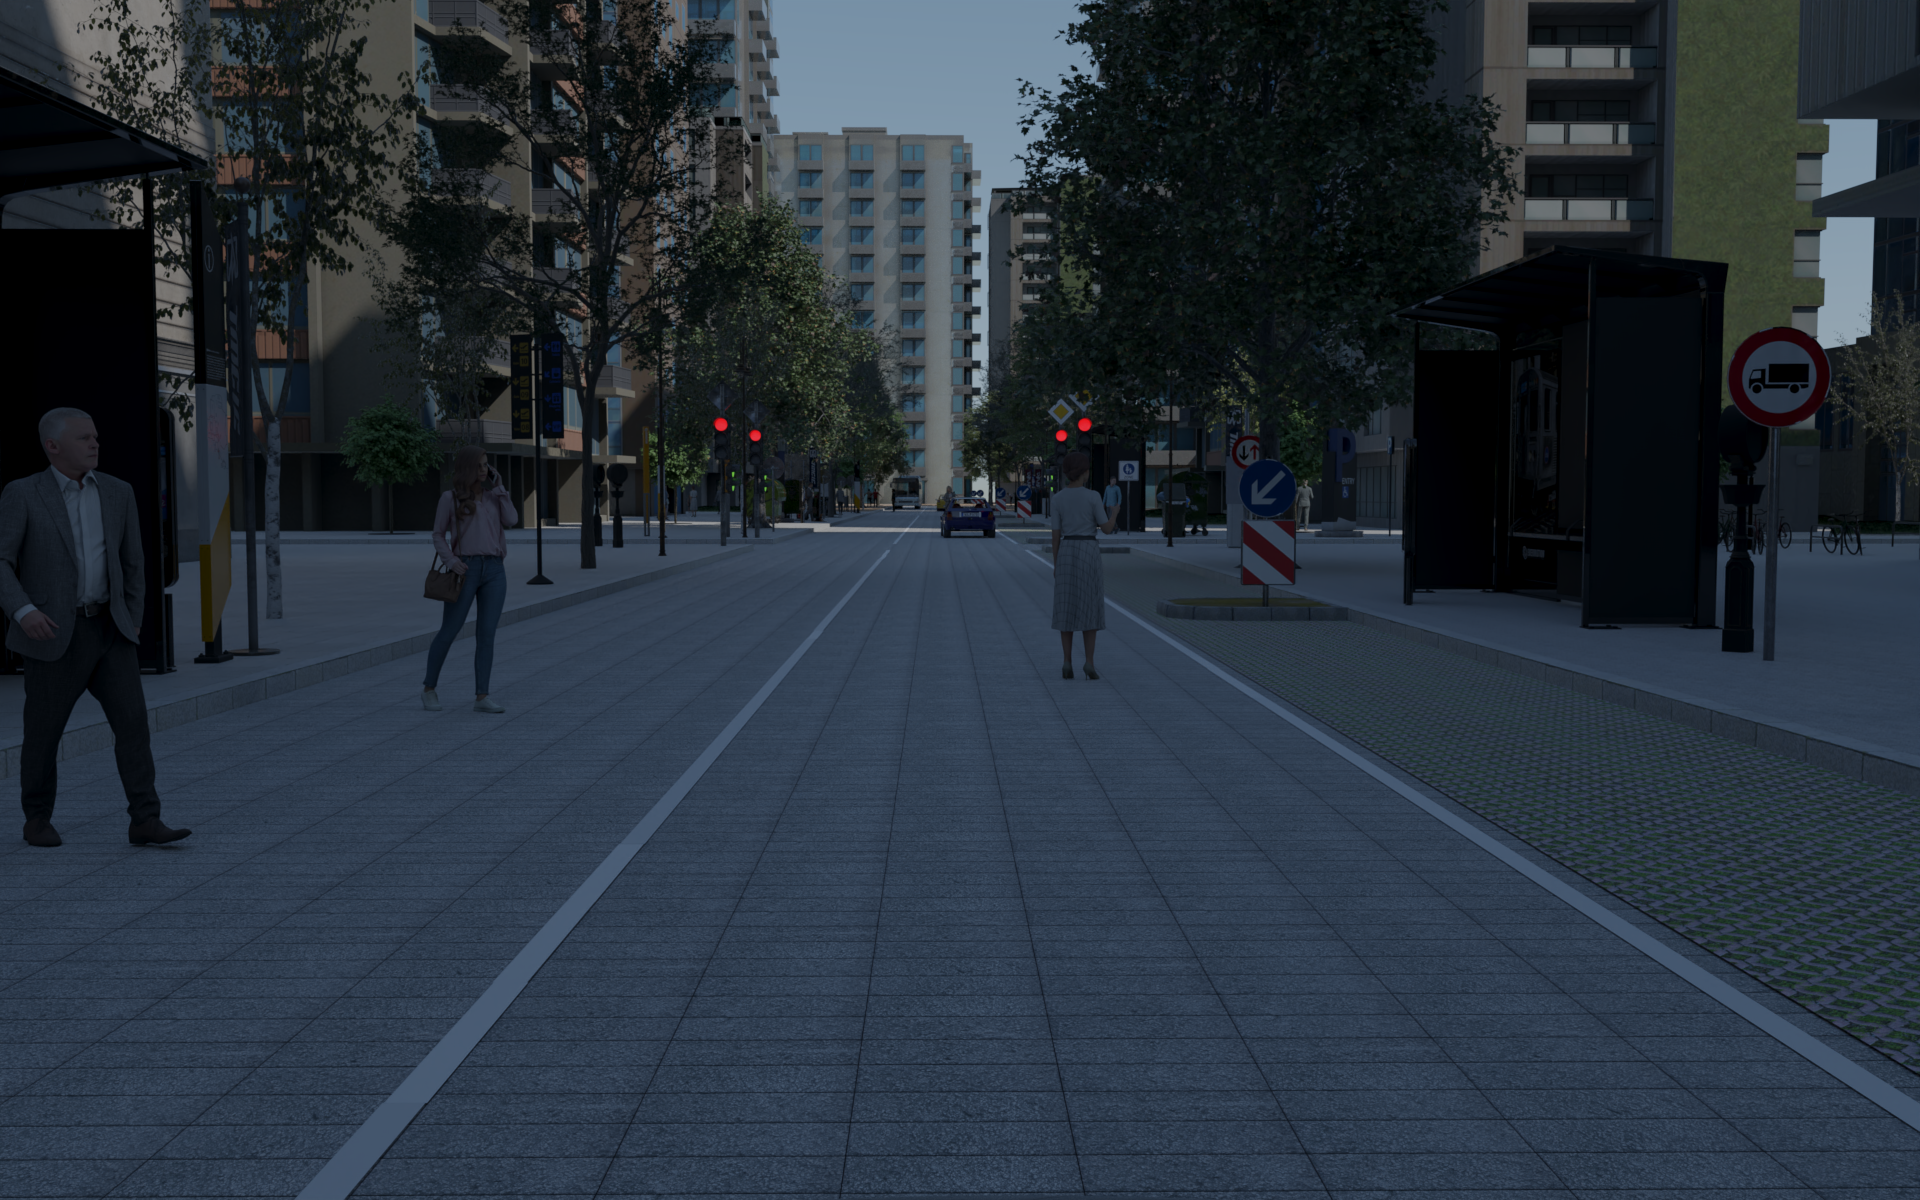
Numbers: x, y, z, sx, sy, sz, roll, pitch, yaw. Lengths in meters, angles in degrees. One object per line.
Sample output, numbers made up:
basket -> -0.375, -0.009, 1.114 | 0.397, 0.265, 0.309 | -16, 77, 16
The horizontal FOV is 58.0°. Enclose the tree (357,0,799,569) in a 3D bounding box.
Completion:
tree -> -6.555, -5.798, 29.216 | 8.767, 10.594, 7.601 | 1, 4, 22

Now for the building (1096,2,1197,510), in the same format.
building -> 23.456, -32.394, 149.246 | 23.786, 49.044, 30.456 | 0, 4, -1

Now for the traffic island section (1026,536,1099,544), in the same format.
traffic island section -> 2.973, -1.750, 50.898 | 2.009, 0.180, 2.903 | 0, 4, -1

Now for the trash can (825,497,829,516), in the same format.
trash can -> -7.917, -5.500, 101.585 | 0.748, 1.137, 0.748 | 0, 3, 0

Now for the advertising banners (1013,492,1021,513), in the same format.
advertising banners -> 4.705, -7.574, 120.029 | 2.074, 3.025, 0.090 | -1, 4, -10

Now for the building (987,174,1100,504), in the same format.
building -> 10.744, -33.056, 224.060 | 14.086, 41.232, 14.154 | 0, 4, -1

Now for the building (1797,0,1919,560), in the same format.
building -> 30.011, -26.361, 20.235 | 28.713, 52.752, 27.495 | 0, 4, -1

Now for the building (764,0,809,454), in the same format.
building -> -31.740, -53.107, 180.977 | 31.000, 86.520, 22.319 | 0, 4, -1

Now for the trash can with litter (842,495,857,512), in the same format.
trash can with litter -> -7.919, -6.829, 122.707 | 1.678, 1.210, 2.233 | -3, 5, -39

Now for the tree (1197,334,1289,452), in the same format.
tree -> 10.807, -6.952, 64.026 | 4.737, 8.622, 4.395 | 0, 3, 0

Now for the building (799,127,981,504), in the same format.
building -> -12.544, -37.259, 228.796 | 30.456, 49.044, 23.786 | 0, 4, -1

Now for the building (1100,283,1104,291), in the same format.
building -> 31.431, -39.306, 231.883 | 27.495, 52.752, 28.713 | 0, 4, -1

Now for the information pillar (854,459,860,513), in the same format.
information pillar -> -6.827, -7.563, 115.004 | 0.183, 3.616, 0.504 | 3, 5, 41

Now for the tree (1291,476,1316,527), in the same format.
tree -> 12.873, -4.461, 67.544 | 1.663, 3.219, 1.824 | 0, 3, 0

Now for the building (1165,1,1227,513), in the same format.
building -> 25.667, -27.825, 109.560 | 22.147, 44.769, 28.867 | 0, 4, -1

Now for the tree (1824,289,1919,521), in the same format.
tree -> 33.215, -6.794, 61.446 | 4.360, 8.622, 3.978 | 0, 3, 0

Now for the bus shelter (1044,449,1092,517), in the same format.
bus shelter -> 5.025, -5.259, 79.905 | 2.014, 3.302, 5.546 | 0, 4, -1

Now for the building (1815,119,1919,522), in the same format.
building -> 52.350, -46.159, 67.378 | 31.000, 86.520, 22.319 | 0, 4, -1

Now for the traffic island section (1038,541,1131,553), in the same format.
traffic island section -> 3.075, -1.262, 42.913 | 2.009, 0.180, 2.903 | 0, 4, -1

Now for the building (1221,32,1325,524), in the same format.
building -> 20.274, -26.293, 79.994 | 14.600, 45.320, 14.200 | 0, 4, -1

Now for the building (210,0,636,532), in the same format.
building -> -25.926, -25.482, 71.258 | 22.147, 44.769, 28.867 | 0, 4, -1

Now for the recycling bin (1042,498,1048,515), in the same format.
recycling bin -> 5.481, -5.678, 105.397 | 0.722, 1.027, 0.722 | -2, 4, -28

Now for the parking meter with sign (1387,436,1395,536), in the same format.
parking meter with sign -> 13.821, -3.426, 52.274 | 1.738, 3.016, 0.543 | 0, 4, 1

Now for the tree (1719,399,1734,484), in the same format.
tree -> 22.581, -4.253, 53.258 | 4.285, 4.588, 4.351 | 0, 3, 0

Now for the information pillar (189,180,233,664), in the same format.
information pillar -> -5.723, -1.339, 13.241 | 0.183, 3.616, 0.504 | 0, 4, -5

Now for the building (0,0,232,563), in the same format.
building -> -23.415, -11.011, 29.184 | 18.267, 20.994, 9.793 | 0, 4, -1

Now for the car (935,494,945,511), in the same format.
car -> -1.075, -8.242, 144.976 | 2.015, 1.641, 3.980 | 0, 4, 1

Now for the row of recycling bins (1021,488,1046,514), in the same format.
row of recycling bins -> 4.682, -6.322, 110.476 | 1.069, 1.692, 3.534 | 1, 4, 21

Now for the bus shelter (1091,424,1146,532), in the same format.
bus shelter -> 5.415, -4.266, 61.032 | 1.731, 3.624, 6.357 | 0, 4, -1

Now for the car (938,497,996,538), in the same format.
car -> 0.246, -2.765, 57.791 | 1.945, 1.354, 3.894 | 0, 4, -3

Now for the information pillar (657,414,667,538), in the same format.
information pillar -> -8.693, -3.613, 50.431 | 0.183, 3.616, 0.504 | 0, 4, 5

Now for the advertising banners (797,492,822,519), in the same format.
advertising banners -> -8.142, -5.679, 89.041 | 2.074, 3.025, 0.090 | 0, 4, 1

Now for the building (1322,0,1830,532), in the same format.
building -> 21.867, -23.257, 63.839 | 14.086, 41.232, 14.154 | 0, 4, -1

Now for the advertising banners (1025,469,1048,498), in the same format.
advertising banners -> 5.493, -7.541, 119.483 | 2.074, 3.025, 0.090 | 0, 4, 6

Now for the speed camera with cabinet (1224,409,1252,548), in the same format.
speed camera with cabinet -> 6.595, -2.850, 40.926 | 0.660, 3.252, 2.038 | 1, 4, 11

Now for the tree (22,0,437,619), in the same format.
tree -> -7.210, -4.123, 17.781 | 4.360, 8.622, 3.978 | 0, 3, 0

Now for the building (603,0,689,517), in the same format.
building -> -24.098, -27.713, 103.219 | 14.600, 45.320, 14.200 | 0, 4, -1

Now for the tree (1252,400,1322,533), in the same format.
tree -> 11.194, -4.536, 57.884 | 4.285, 4.588, 4.351 | 0, 3, 0

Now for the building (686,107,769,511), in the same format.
building -> -22.293, -22.077, 132.658 | 14.160, 30.474, 14.107 | 0, 4, -1

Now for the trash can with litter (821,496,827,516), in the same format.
trash can with litter -> -8.129, -5.419, 99.988 | 0.624, 1.170, 1.055 | -2, 4, -33

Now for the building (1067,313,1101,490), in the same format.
building -> 25.365, -20.471, 179.734 | 27.650, 21.520, 28.899 | 0, 4, -1

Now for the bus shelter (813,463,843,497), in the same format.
bus shelter -> -8.963, -7.464, 115.952 | 2.014, 3.302, 5.546 | 0, 4, -1

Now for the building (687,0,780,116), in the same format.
building -> -27.798, -32.701, 154.263 | 23.786, 49.044, 30.456 | 0, 4, -1
